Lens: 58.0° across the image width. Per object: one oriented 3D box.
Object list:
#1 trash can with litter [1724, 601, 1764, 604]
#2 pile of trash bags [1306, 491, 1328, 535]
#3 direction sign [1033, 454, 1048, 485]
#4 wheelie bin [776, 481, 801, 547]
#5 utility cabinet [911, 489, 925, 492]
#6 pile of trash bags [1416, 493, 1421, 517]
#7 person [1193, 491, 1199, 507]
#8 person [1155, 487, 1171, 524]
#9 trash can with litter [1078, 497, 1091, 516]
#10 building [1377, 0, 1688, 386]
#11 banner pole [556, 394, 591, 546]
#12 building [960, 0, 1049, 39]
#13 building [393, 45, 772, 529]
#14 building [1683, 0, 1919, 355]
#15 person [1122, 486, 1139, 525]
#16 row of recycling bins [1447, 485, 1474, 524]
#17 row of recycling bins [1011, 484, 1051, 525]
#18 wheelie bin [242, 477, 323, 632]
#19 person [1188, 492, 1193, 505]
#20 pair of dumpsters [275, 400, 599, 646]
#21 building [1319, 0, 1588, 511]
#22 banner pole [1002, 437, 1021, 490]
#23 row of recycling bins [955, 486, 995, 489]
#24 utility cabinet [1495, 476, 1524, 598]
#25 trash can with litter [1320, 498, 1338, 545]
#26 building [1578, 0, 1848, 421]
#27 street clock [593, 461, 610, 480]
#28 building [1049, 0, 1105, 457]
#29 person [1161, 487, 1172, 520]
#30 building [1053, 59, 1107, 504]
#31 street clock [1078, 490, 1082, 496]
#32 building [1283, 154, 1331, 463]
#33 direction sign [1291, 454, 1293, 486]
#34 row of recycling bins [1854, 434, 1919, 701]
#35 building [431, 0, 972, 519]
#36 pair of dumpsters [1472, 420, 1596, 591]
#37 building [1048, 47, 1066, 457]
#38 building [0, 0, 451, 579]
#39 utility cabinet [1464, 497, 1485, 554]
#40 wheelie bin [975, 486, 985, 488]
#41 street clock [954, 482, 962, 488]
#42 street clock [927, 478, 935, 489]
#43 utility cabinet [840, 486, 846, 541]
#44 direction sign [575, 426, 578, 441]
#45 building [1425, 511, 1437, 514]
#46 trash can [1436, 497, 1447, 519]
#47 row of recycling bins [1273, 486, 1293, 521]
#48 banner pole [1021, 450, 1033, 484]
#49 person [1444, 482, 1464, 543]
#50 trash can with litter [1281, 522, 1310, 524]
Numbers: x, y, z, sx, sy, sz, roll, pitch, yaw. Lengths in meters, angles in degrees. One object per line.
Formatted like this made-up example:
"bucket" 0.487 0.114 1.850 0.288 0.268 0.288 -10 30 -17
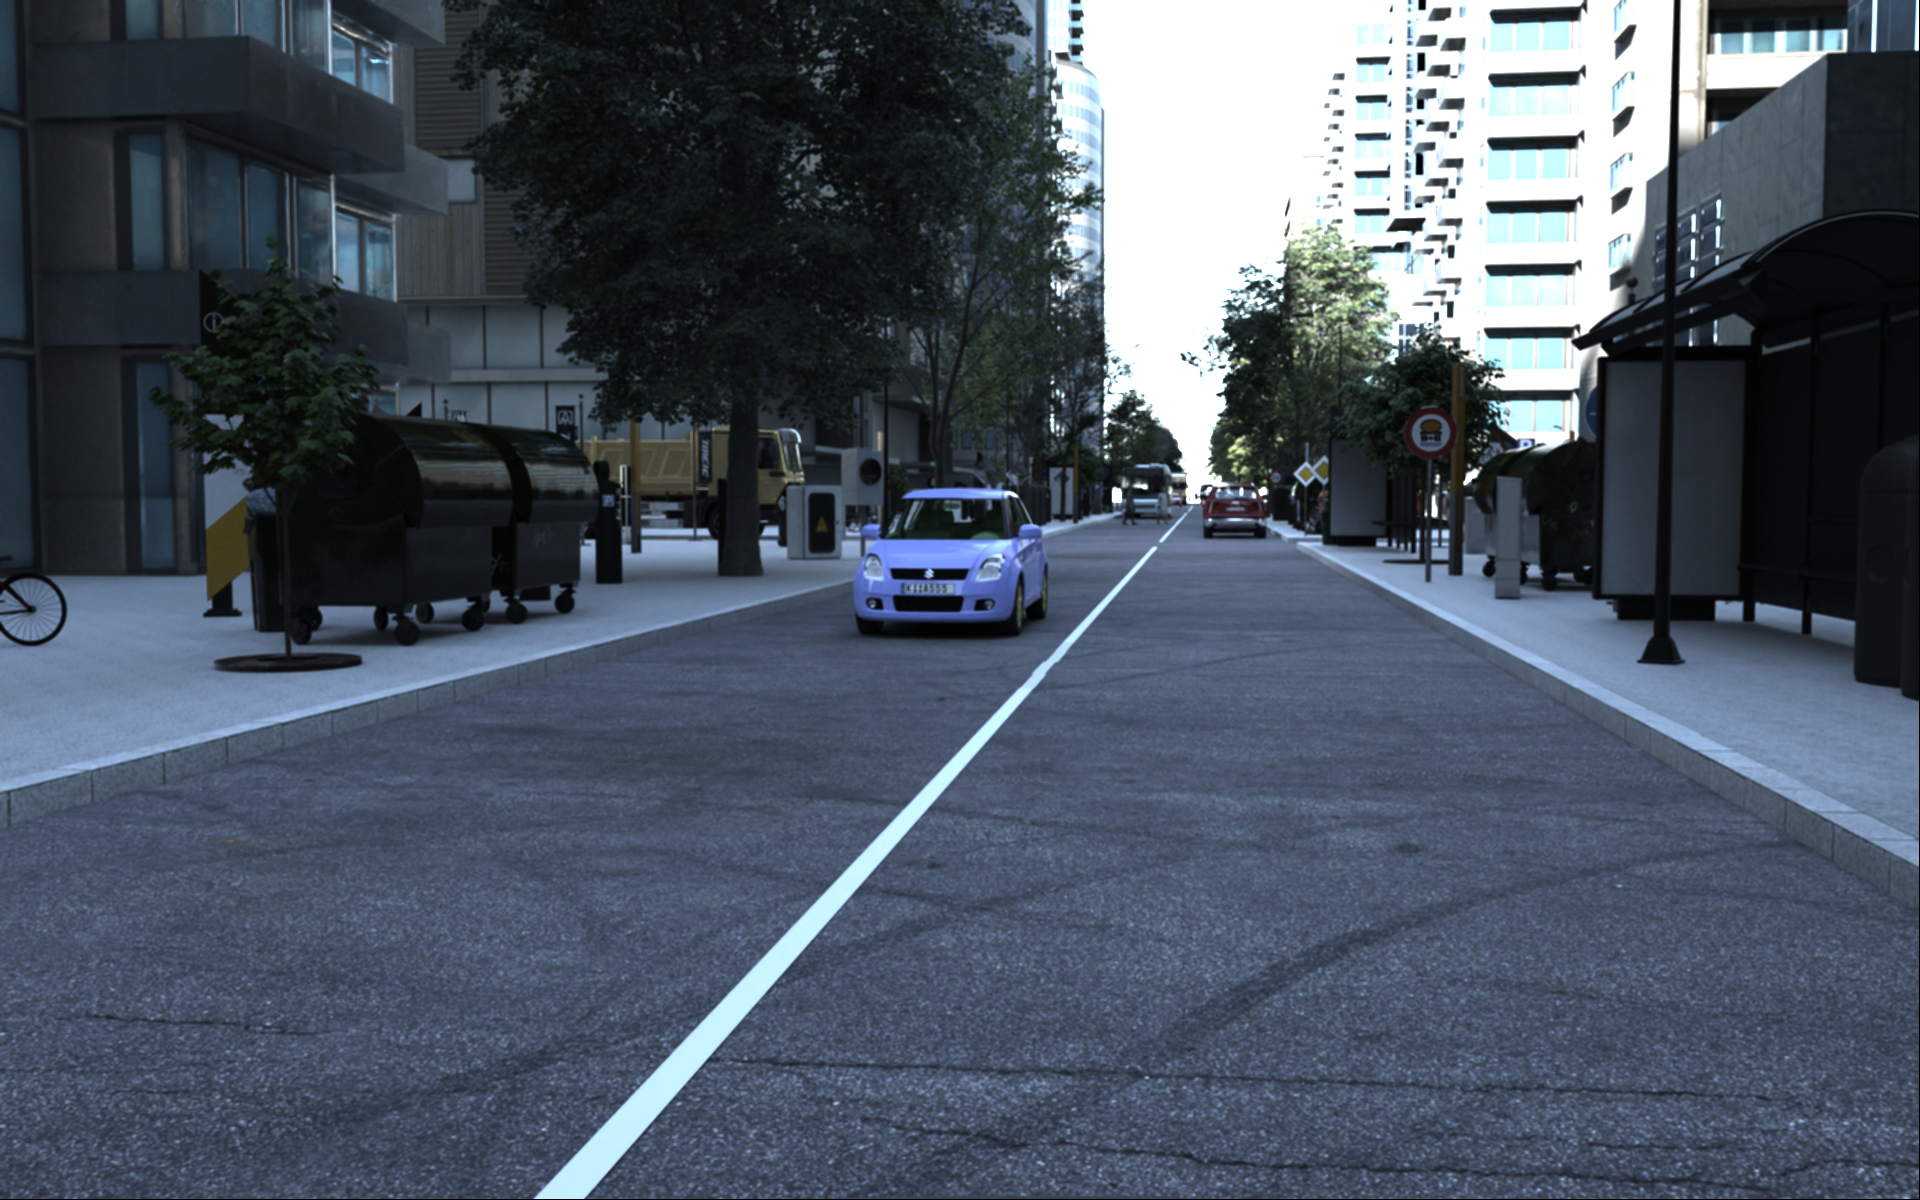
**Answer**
"trash can with litter" 9.843 -0.559 20.201 1.678 1.210 2.233 -3 5 -42
"pile of trash bags" 11.830 -2.758 54.846 1.912 1.369 3.447 1 4 21
"direction sign" 4.559 -6.513 98.489 0.876 3.537 0.379 0 4 7
"wheelie bin" -4.055 -2.112 42.438 0.693 1.594 0.980 1 4 22
"utility cabinet" -1.683 -4.380 80.296 1.173 1.500 0.318 0 4 7
"pile of trash bags" 21.311 -4.475 82.920 1.912 1.369 3.447 -1 4 -10
"person" 26.844 -11.541 197.069 0.709 1.838 0.599 0 4 6
"person" 9.699 -4.520 82.750 0.694 1.780 0.624 -1 4 -20
"trash can with litter" 7.108 -5.511 101.496 1.055 1.170 0.624 -1 4 -21
"building" 44.292 -50.783 142.981 22.319 86.520 31.000 0 4 8
"banner pole" -9.660 -3.253 43.197 0.863 3.779 0.401 0 4 -3
"building" -4.380 -36.793 143.570 21.231 58.520 28.212 0 4 8
"building" -18.256 -29.801 76.489 28.713 52.752 27.495 0 4 8
"building" 23.008 -43.053 16.596 22.319 86.520 31.000 0 4 8
"person" 7.920 -4.396 80.479 0.767 1.812 0.694 1 4 9
"row of recycling bins" 22.087 -4.159 75.107 1.069 1.692 3.534 0 4 -7
"row of recycling bins" 2.878 -3.911 71.057 1.069 1.692 3.534 1 4 15
"wheelie bin" -6.371 -0.513 16.293 0.693 1.594 0.980 -2 4 -29
"person" 30.135 -13.361 227.745 1.217 1.735 0.721 -1 4 -20
"pair of dumpsters" -4.933 -0.865 16.633 1.574 2.255 4.437 0 4 8
"building" 48.123 -33.942 174.559 23.786 49.044 30.456 0 4 8
"banner pole" 2.107 -5.225 75.438 0.401 3.779 0.863 3 4 38
"row of recycling bins" 1.309 -4.957 88.163 3.534 1.692 1.069 0 4 4
"utility cabinet" 6.869 -0.793 21.644 0.318 1.500 1.173 1 4 18
"trash can with litter" 9.569 -1.960 43.427 1.055 1.170 0.624 0 4 7
"building" 36.331 -27.134 67.350 21.600 48.544 21.300 0 4 8
"street clock" -7.786 -2.021 37.622 0.358 2.002 0.471 -2 4 -31
"building" 11.333 -58.136 263.191 22.319 86.520 31.000 0 4 8
"person" 11.463 -5.370 96.401 0.767 1.812 0.694 0 4 5
"building" 8.383 -42.362 234.618 21.231 58.520 28.212 0 4 8
"street clock" 7.589 -6.473 110.407 0.358 2.002 0.471 1 4 9
"building" 56.336 -37.822 242.087 21.300 48.544 21.600 0 4 8
"direction sign" 17.524 -6.084 91.464 0.379 3.537 0.876 1 4 13
"row of recycling bins" 6.319 -0.195 10.305 1.069 1.692 3.534 0 4 8
"building" -14.268 -31.955 111.706 28.713 52.752 27.495 0 4 8
"pair of dumpsters" 8.443 -1.357 24.678 1.574 2.255 4.437 0 4 8
"building" -1.244 -33.846 172.986 23.786 49.044 30.456 0 4 8
"building" -25.743 -24.950 27.534 30.456 49.044 23.786 0 4 8
"utility cabinet" 11.349 -1.587 37.108 1.020 1.237 0.306 0 4 0
"wheelie bin" 0.924 -3.647 67.530 0.980 1.594 0.693 1 4 8
"street clock" -0.101 -5.988 102.480 0.471 2.002 0.358 -3 5 -40
"street clock" -1.250 -4.397 76.456 0.358 2.002 0.471 2 4 30
"utility cabinet" -3.710 -2.349 47.085 1.173 1.500 0.318 -1 4 -9
"direction sign" -12.996 -4.010 57.557 0.379 3.537 0.876 2 4 31
"building" 40.552 -29.870 107.981 23.786 49.044 30.456 0 4 8
"trash can" 25.292 -4.834 90.693 0.748 1.137 0.748 0 3 0
"row of recycling bins" 16.427 -4.774 85.174 1.069 1.692 3.534 3 5 39
"banner pole" 3.809 -6.586 97.699 0.863 3.779 0.401 -2 4 -30
"person" 13.290 -2.303 46.488 0.599 1.781 0.374 1 4 17
"trash can with litter" 15.057 -3.894 74.717 1.678 1.210 2.233 -3 4 -36
